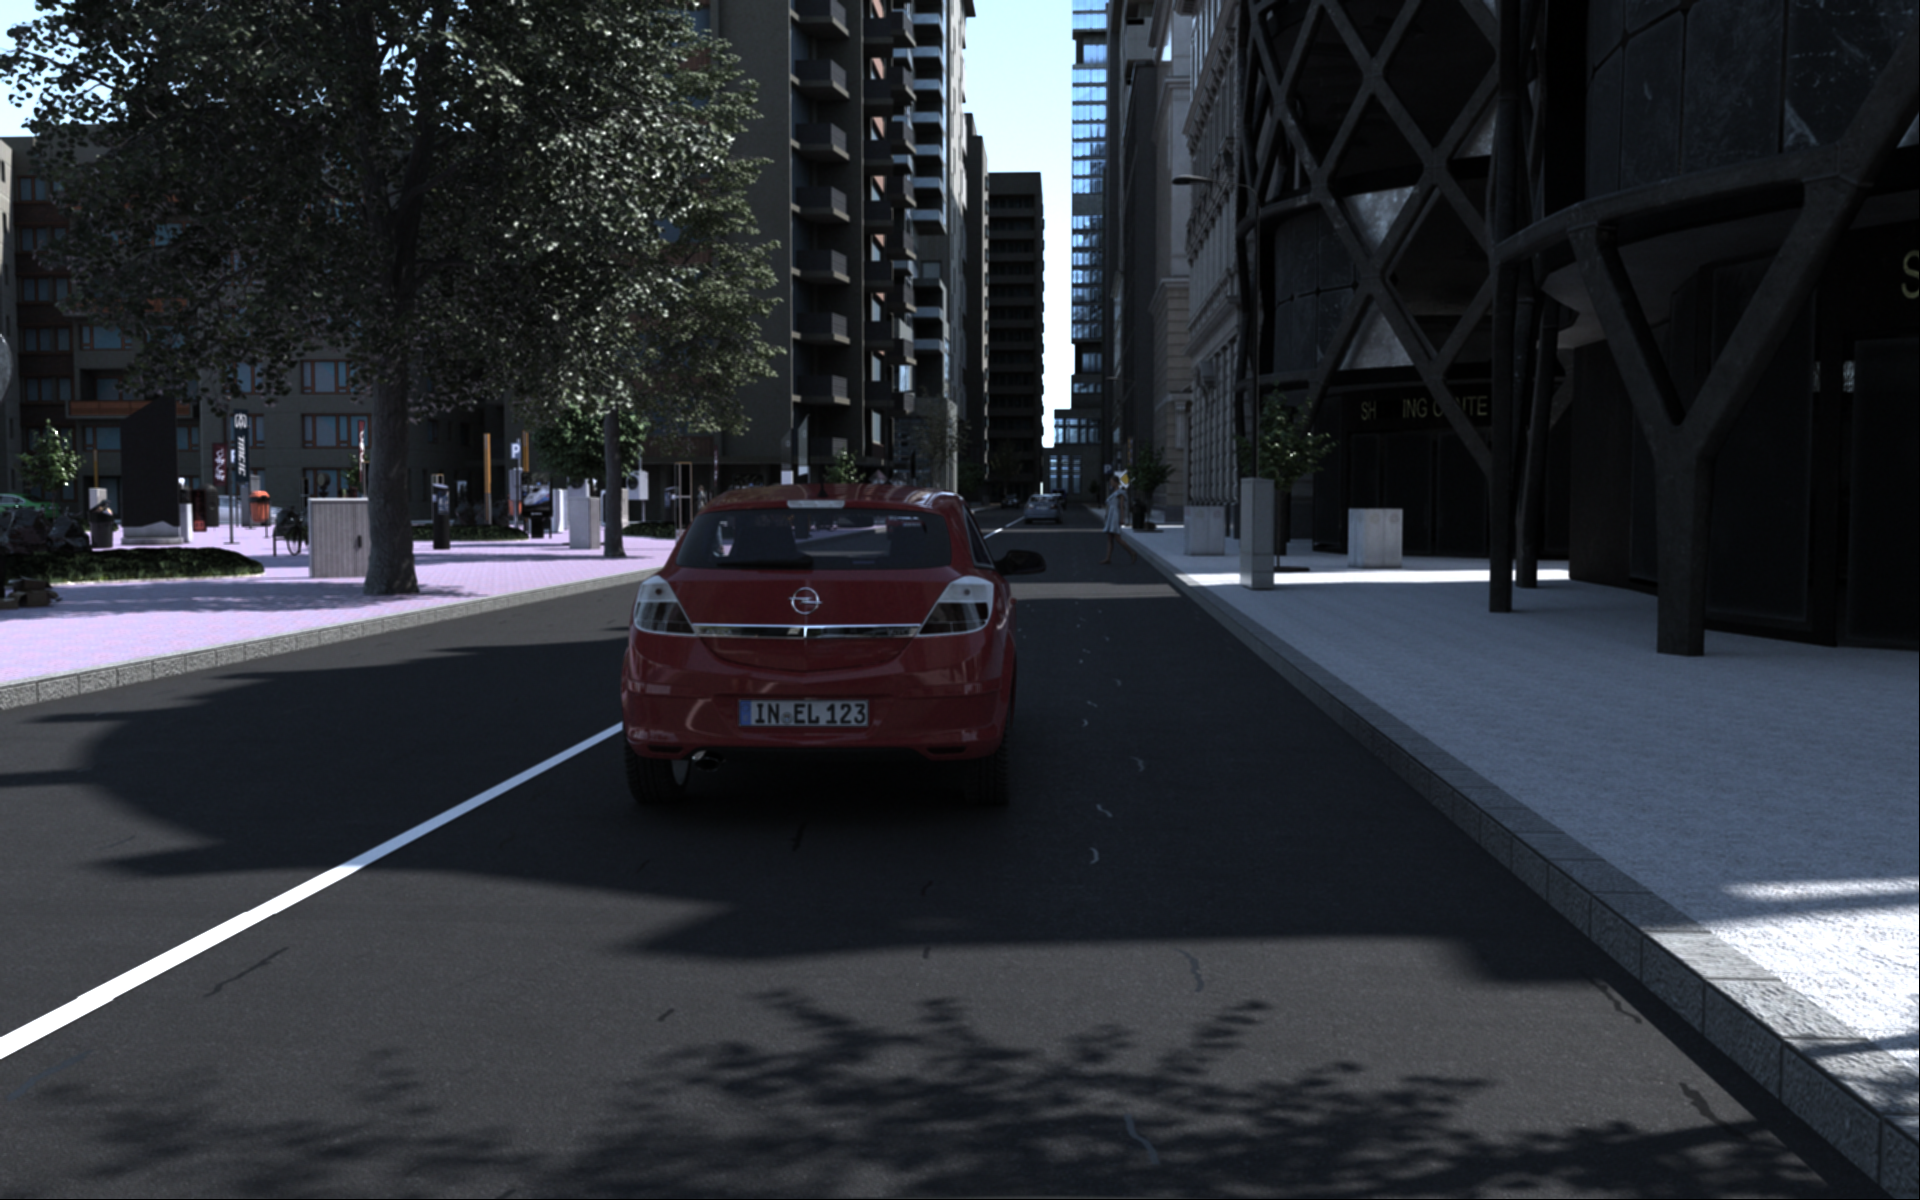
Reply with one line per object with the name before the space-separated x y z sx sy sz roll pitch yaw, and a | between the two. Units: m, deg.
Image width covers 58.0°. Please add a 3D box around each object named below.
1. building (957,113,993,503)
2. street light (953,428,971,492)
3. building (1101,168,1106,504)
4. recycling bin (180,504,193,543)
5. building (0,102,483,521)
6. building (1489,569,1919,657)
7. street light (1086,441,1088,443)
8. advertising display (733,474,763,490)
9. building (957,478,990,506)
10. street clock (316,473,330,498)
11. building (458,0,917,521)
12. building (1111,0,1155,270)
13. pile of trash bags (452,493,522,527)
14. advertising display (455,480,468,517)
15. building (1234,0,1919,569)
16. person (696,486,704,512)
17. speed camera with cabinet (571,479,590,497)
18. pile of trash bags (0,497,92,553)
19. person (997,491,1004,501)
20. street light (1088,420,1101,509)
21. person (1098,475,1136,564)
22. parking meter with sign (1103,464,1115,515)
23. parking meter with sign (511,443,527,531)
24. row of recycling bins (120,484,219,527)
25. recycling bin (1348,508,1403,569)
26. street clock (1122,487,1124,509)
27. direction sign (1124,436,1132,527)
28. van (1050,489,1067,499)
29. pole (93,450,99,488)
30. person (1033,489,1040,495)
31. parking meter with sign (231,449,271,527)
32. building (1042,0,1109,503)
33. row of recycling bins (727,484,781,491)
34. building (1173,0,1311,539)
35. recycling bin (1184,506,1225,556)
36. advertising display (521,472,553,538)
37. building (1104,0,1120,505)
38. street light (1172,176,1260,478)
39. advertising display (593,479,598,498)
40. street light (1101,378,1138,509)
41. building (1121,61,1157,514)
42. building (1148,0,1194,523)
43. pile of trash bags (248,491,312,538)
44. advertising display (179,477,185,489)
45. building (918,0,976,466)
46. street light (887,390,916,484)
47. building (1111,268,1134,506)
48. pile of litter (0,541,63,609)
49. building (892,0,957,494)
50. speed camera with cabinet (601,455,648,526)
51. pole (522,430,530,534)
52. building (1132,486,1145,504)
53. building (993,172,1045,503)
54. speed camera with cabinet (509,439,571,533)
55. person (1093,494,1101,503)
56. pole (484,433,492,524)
building | -7.449 -36.329 217.680 21.600 48.544 21.300 0 4 4
street light | 0.058 -9.100 121.326 1.470 5.913 1.316 0 4 4
building | 24.937 -32.757 219.166 14.154 41.232 14.086 0 4 4
recycling bin | -20.641 -2.021 45.596 0.722 1.027 0.722 -1 4 -16
building | -40.170 -15.252 94.407 28.899 21.520 27.650 0 4 4
building | 13.782 -9.136 16.820 16.820 18.784 16.811 0 4 4
street light | 11.748 -10.985 152.140 1.470 5.913 1.316 0 4 4
advertising display | -6.763 -3.065 55.324 0.974 1.923 0.123 -2 4 -24
building | -13.071 -30.653 193.061 32.217 40.220 23.993 0 4 4
street clock | -21.545 -3.308 58.649 0.471 2.002 0.358 2 4 32
building | -14.020 -26.789 92.620 22.147 44.769 28.867 0 4 4
building | 29.288 -35.449 168.831 28.713 52.752 27.495 0 4 4
pile of trash bags | -18.243 -3.538 67.598 3.447 1.369 1.912 3 4 37
advertising display | -22.646 -4.492 78.657 0.123 1.923 0.974 1 4 12
building | 14.683 -10.503 39.171 16.820 18.784 16.811 0 4 4
person | -11.208 -3.993 74.054 0.573 1.790 0.520 -1 4 -11
speed camera with cabinet | -24.862 -7.307 113.798 2.038 3.252 0.660 1 4 22
pile of trash bags | -16.990 -1.258 30.316 1.912 1.369 3.447 1 4 14
person | 5.694 -13.851 234.599 1.348 1.869 0.705 2 4 25
street light | 8.957 -8.339 108.882 1.470 5.913 1.316 0 4 4
person | 3.218 -1.646 35.500 0.778 1.811 0.616 0 4 -5
parking meter with sign | 8.758 -6.389 100.724 0.543 3.016 1.738 0 4 -8
parking meter with sign | -14.582 -3.874 59.606 0.543 3.016 1.738 2 4 35
row of recycling bins | -30.899 -3.708 67.736 3.534 1.692 1.069 -1 4 -19
recycling bin | 7.213 -1.073 30.099 0.722 1.027 0.722 -1 4 -11
street clock | 7.452 -4.604 79.845 0.358 2.002 0.471 -1 4 -15
direction sign | 6.647 -4.644 67.933 0.379 3.537 0.876 1 4 15
van | 12.370 -13.039 217.566 2.240 2.365 5.245 0 4 3
pole | -39.645 -5.240 79.515 0.158 3.312 0.155 0 3 0
person | 5.631 -7.313 128.266 0.606 1.804 0.583 -1 4 -14
parking meter with sign | -27.789 -4.382 67.900 0.543 3.016 1.738 1 4 18
building | 27.465 -57.050 245.441 31.000 86.520 22.319 0 4 4
row of recycling bins | -7.516 -3.695 67.529 3.534 1.692 1.069 -3 5 -45
building | 13.151 -13.983 57.502 11.050 23.489 19.941 0 4 4
recycling bin | 5.115 -1.451 36.280 0.722 1.027 0.722 0 4 -5
advertising display | -12.273 -2.755 50.259 0.974 1.923 0.123 1 4 17
building | 27.041 -40.040 196.652 21.231 58.520 28.212 0 4 4
street light | 3.790 -3.233 25.400 1.470 5.913 1.316 0 4 4
advertising display | -13.698 -3.574 63.641 0.123 1.923 0.974 3 4 36
street light | 6.505 -5.911 69.181 1.470 5.913 1.316 0 4 4
building | 17.022 -18.878 102.166 14.314 27.812 24.014 0 4 4
building | 19.304 -18.152 82.682 20.117 28.700 13.634 0 4 4
pile of trash bags | -19.846 -2.581 51.953 1.912 1.369 3.447 2 4 27
advertising display | -28.818 -3.593 63.959 0.123 1.923 0.974 0 4 -6
building | -13.396 -35.327 166.838 28.713 52.752 27.495 0 4 4
street light | -2.679 -6.428 77.644 1.470 5.913 1.316 0 4 4
building | 17.525 -17.959 142.772 9.793 20.994 18.267 0 4 4
pile of litter | -10.937 -0.365 19.932 1.176 0.858 1.719 1 4 11
building | -11.032 -49.934 129.096 22.319 86.520 31.000 0 4 4
speed camera with cabinet | -13.367 -4.562 68.927 2.038 3.252 0.660 2 4 31
pole | -13.855 -3.757 55.273 0.158 3.312 0.155 0 3 0
building | 17.414 -15.867 124.059 10.561 19.102 19.286 0 4 4
building | 1.185 -38.168 247.748 21.600 48.544 21.300 0 4 4
speed camera with cabinet | -15.122 -4.151 62.197 2.038 3.252 0.660 -1 4 -13
person | 18.504 -13.646 232.428 1.217 1.723 0.721 1 4 13
pole | -15.919 -3.946 58.365 0.158 3.312 0.155 0 3 0
